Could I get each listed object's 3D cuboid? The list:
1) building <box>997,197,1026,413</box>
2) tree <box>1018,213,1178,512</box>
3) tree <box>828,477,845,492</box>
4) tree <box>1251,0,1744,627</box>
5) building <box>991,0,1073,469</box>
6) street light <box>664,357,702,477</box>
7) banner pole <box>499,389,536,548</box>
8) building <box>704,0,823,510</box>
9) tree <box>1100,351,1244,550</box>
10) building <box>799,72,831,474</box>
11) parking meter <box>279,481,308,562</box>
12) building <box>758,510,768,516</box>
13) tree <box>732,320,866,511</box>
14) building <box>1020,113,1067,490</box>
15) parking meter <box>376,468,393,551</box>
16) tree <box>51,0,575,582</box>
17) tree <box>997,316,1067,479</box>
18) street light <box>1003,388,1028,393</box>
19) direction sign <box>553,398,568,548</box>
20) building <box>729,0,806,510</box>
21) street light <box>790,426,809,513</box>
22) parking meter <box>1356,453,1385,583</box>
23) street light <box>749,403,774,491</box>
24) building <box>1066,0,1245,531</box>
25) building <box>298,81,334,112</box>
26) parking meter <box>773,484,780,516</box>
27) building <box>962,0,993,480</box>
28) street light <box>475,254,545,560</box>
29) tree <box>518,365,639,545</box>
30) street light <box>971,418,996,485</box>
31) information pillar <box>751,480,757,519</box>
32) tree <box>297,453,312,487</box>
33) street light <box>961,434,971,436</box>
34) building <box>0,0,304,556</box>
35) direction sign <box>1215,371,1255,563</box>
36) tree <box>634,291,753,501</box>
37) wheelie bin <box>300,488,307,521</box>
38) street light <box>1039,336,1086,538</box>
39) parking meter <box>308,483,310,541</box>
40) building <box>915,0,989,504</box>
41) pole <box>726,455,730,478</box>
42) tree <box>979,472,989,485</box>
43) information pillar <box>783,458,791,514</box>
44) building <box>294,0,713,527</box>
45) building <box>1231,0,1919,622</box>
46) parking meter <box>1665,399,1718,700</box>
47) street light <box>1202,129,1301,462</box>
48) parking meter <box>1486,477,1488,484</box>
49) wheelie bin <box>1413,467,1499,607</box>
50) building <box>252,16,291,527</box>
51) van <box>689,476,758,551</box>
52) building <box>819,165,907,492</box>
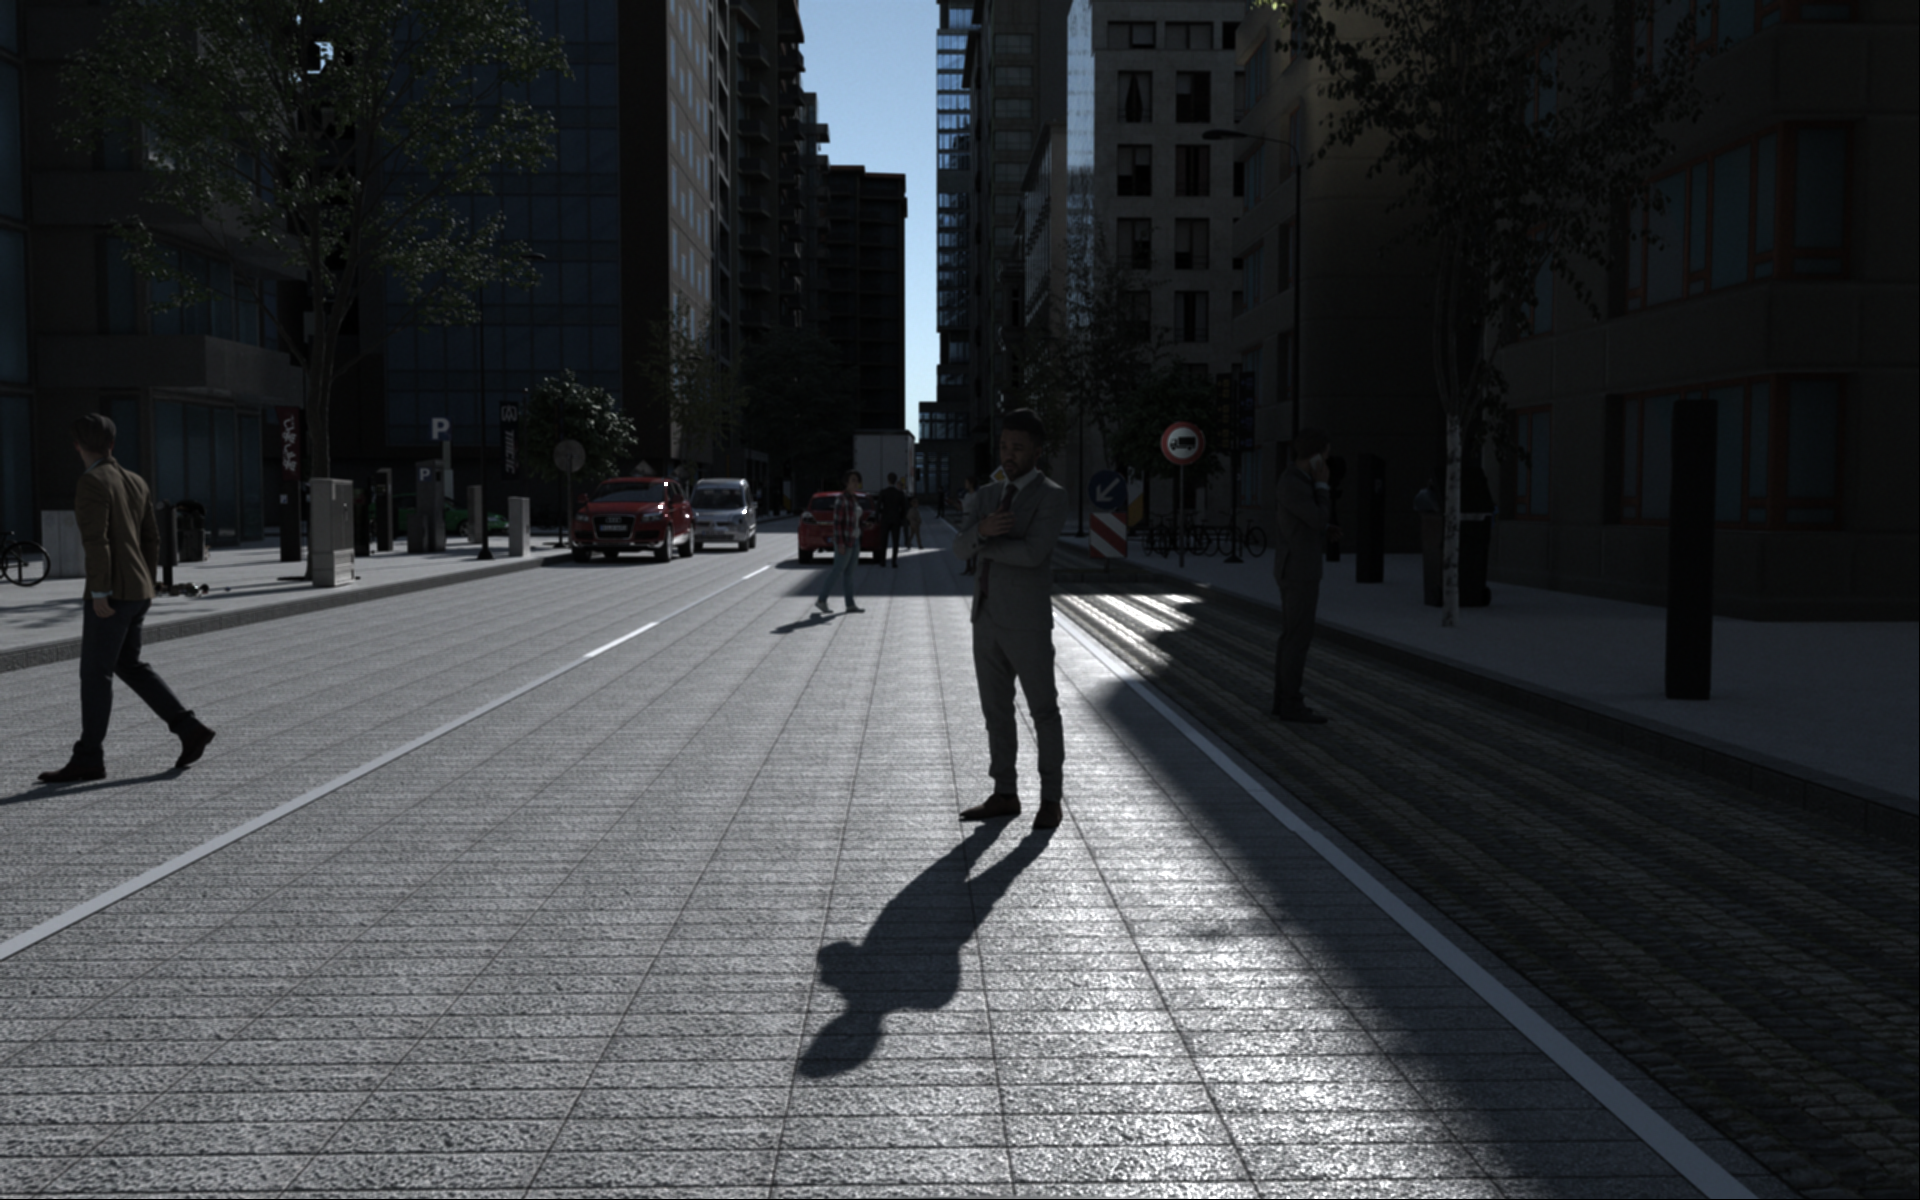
[{"bbox_3d":[9.810,-18.222,117.006,14.460,24.649,34.723,0,4,-2],"label":"building"},{"bbox_3d":[3.788,-5.783,44.909,4.360,8.622,3.978,0,3,0],"label":"tree"},{"bbox_3d":[-13.674,-12.001,190.824,1.663,3.219,1.824,0,3,0],"label":"tree"},{"bbox_3d":[4.983,-4.042,16.456,4.360,8.622,3.978,0,3,0],"label":"tree"},{"bbox_3d":[9.521,-28.250,145.486,14.154,41.232,14.086,0,4,-2],"label":"building"},{"bbox_3d":[-9.416,-5.264,58.610,1.470,5.913,1.316,0,4,-2],"label":"street light"},{"bbox_3d":[-10.531,-3.126,41.131,0.863,3.779,0.401,-2,4,-35],"label":"banner pole"},{"bbox_3d":[-24.232,-44.857,171.660,20.563,71.187,20.611,0,4,-2],"label":"building"},{"bbox_3d":[5.030,-3.436,39.900,4.285,4.588,4.351,0,3,0],"label":"tree"},{"bbox_3d":[-30.134,-35.263,196.152,30.456,49.044,23.786,0,4,-2],"label":"building"},{"bbox_3d":[-12.727,-1.498,32.909,0.372,1.533,0.369,0,3,0],"label":"parking meter"},{"bbox_3d":[-21.883,-40.463,99.824,20.563,71.187,20.611,0,4,-2],"label":"building"},{"bbox_3d":[-12.027,-13.509,127.527,9.857,13.997,8.962,0,3,0],"label":"tree"},{"bbox_3d":[8.543,-14.716,89.754,9.793,20.994,18.267,0,4,-2],"label":"building"},{"bbox_3d":[-12.945,-2.032,38.941,0.255,1.863,0.399,0,3,0],"label":"parking meter"},{"bbox_3d":[-9.415,-6.096,25.419,9.928,11.665,9.643,0,3,0],"label":"tree"},{"bbox_3d":[3.694,-7.488,72.789,4.737,8.622,4.395,0,3,0],"label":"tree"},{"bbox_3d":[2.486,-6.308,75.678,1.470,5.913,1.316,0,4,-2],"label":"street light"},{"bbox_3d":[-9.497,-3.003,41.093,0.379,3.537,0.876,-2,4,-27],"label":"direction sign"},{"bbox_3d":[-24.616,-30.137,147.366,22.147,44.769,28.867,0,4,-2],"label":"building"},{"bbox_3d":[-10.943,-8.863,117.444,1.470,5.913,1.316,0,4,-2],"label":"street light"},{"bbox_3d":[5.944,-1.183,25.057,0.399,1.863,0.255,-3,5,-43],"label":"parking meter"},{"bbox_3d":[-10.129,-7.059,87.951,1.470,5.913,1.316,0,4,-2],"label":"street light"},{"bbox_3d":[12.853,-12.850,64.848,16.860,20.320,10.420,0,4,-2],"label":"building"},{"bbox_3d":[-74.231,-39.201,230.168,27.495,52.752,28.713,0,4,-2],"label":"building"},{"bbox_3d":[-10.778,-5.873,101.734,0.255,1.863,0.399,-3,4,-38],"label":"parking meter"},{"bbox_3d":[14.906,-37.050,195.011,28.713,52.752,27.495,0,4,-2],"label":"building"},{"bbox_3d":[-8.718,-3.735,33.616,1.470,5.913,1.316,0,4,-2],"label":"street light"},{"bbox_3d":[-9.902,-3.698,44.168,4.285,4.588,4.351,0,3,0],"label":"tree"},{"bbox_3d":[1.597,-8.122,105.343,1.470,5.913,1.316,0,4,-2],"label":"street light"},{"bbox_3d":[-10.775,-5.237,90.117,0.304,2.012,0.304,2,4,32],"label":"information pillar"},{"bbox_3d":[-35.378,-6.530,90.478,4.285,4.588,4.351,0,3,0],"label":"tree"},{"bbox_3d":[0.789,-9.887,134.188,1.470,5.913,1.316,0,4,-2],"label":"street light"},{"bbox_3d":[-31.489,-25.467,35.993,30.456,49.044,23.786,0,4,-2],"label":"building"},{"bbox_3d":[5.126,-2.467,32.333,0.379,3.537,0.876,-3,5,-44],"label":"direction sign"},{"bbox_3d":[-9.854,-6.938,63.798,4.737,8.622,4.395,0,3,0],"label":"tree"},{"bbox_3d":[-31.627,-4.610,83.286,0.693,1.594,0.980,-1,4,-18],"label":"wheelie bin"},{"bbox_3d":[3.030,-4.803,51.073,1.470,5.913,1.316,0,4,-2],"label":"street light"},{"bbox_3d":[-14.722,-1.904,39.546,0.372,1.533,0.369,0,3,0],"label":"parking meter"},{"bbox_3d":[8.542,-56.011,228.457,31.000,86.520,22.319,0,4,-2],"label":"building"},{"bbox_3d":[-12.082,-5.898,90.270,0.158,3.312,0.155,0,3,0],"label":"pole"},{"bbox_3d":[2.389,-8.741,137.508,1.663,3.219,1.824,0,3,0],"label":"tree"},{"bbox_3d":[-10.973,-7.250,109.895,0.504,3.616,0.183,1,4,11],"label":"information pillar"},{"bbox_3d":[-18.407,-25.895,73.491,14.600,45.320,14.200,0,4,-2],"label":"building"},{"bbox_3d":[21.428,-11.404,31.491,27.650,21.520,28.899,0,4,-2],"label":"building"},{"bbox_3d":[4.612,-0.319,10.928,0.255,1.863,0.399,1,4,20],"label":"parking meter"},{"bbox_3d":[3.776,-3.039,22.227,1.470,5.913,1.316,0,4,-2],"label":"street light"},{"bbox_3d":[6.757,-0.883,22.855,0.372,1.533,0.369,0,3,0],"label":"parking meter"},{"bbox_3d":[5.652,-0.732,19.878,0.980,1.594,0.693,-1,4,-9],"label":"wheelie bin"},{"bbox_3d":[-33.549,-25.371,64.932,14.200,45.320,14.600,0,4,-2],"label":"building"},{"bbox_3d":[-6.184,-2.300,44.620,2.013,2.044,4.112,0,4,-3],"label":"van"},{"bbox_3d":[-21.365,-35.092,228.376,28.867,44.769,22.147,0,4,-2],"label":"building"}]
